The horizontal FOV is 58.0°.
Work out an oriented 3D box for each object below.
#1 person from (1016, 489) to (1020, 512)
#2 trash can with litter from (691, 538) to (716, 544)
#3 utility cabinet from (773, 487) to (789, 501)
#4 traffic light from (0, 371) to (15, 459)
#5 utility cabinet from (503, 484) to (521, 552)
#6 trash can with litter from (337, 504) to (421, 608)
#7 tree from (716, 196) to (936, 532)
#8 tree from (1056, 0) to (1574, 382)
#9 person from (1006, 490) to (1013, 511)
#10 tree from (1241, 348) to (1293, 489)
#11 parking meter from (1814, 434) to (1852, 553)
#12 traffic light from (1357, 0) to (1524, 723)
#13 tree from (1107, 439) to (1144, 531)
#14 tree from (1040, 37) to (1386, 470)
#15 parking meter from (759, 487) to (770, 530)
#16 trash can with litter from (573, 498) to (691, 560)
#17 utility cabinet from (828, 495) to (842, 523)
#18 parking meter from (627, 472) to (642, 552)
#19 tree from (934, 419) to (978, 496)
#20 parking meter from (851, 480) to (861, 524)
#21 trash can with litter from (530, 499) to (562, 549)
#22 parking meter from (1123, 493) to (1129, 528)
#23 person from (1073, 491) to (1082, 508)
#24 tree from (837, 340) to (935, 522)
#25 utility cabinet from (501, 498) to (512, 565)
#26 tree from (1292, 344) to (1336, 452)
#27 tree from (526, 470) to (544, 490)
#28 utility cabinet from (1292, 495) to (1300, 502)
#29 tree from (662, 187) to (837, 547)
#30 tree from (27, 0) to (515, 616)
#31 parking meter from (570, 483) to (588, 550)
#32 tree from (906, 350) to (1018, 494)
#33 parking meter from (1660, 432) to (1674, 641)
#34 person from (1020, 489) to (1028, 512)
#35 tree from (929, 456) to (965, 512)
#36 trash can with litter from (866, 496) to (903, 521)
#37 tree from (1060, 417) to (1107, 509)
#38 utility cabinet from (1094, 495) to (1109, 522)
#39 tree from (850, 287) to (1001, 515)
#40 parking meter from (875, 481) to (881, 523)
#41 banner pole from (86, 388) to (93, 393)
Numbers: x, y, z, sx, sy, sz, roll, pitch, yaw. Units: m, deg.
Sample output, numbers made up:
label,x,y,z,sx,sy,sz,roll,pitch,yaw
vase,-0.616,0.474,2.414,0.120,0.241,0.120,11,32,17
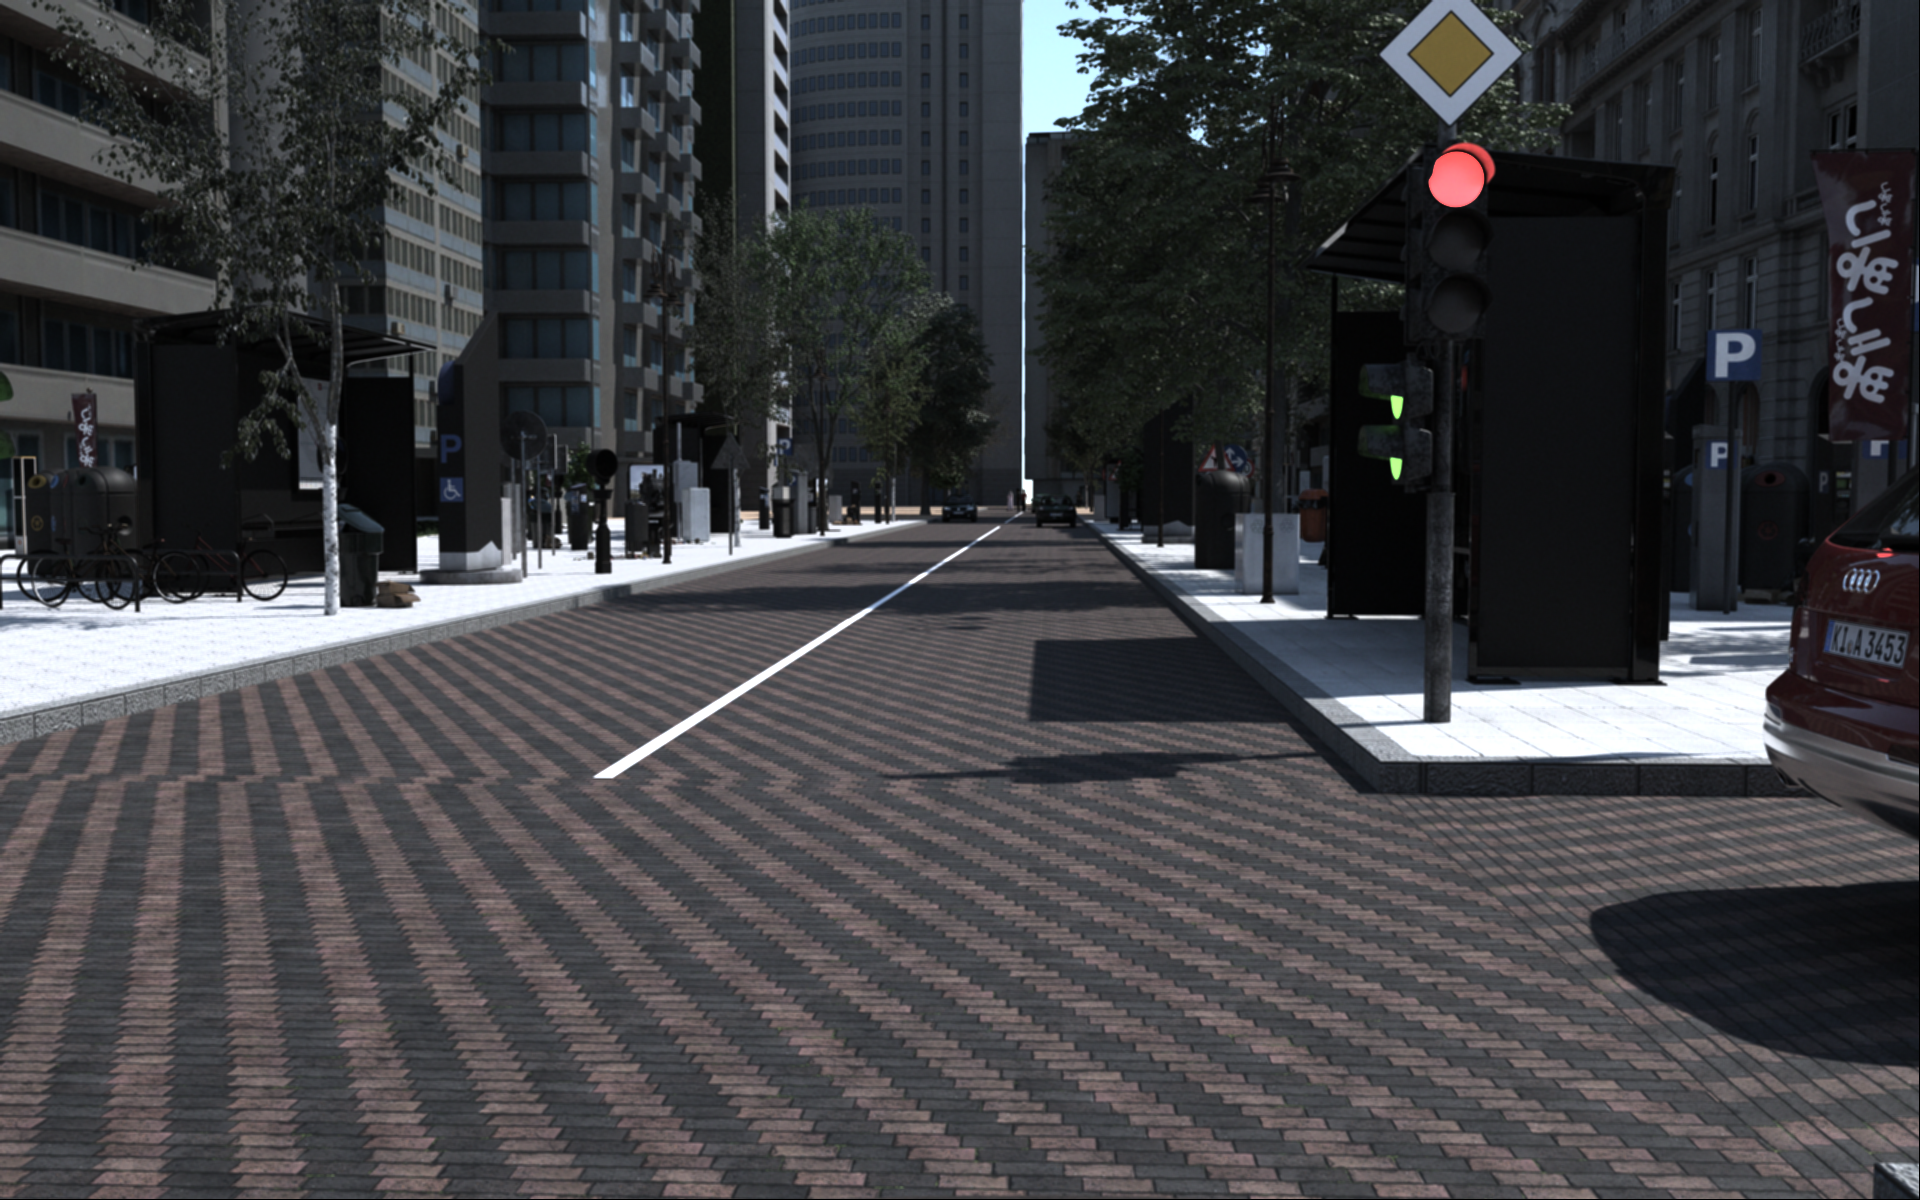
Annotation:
label,x,y,z,sx,sy,sz,roll,pitch,yaw
person,4.507,-7.761,135.022,0.705,1.869,1.348,0,4,3
trash can with litter,-7.397,-2.038,44.381,2.233,1.210,1.678,0,4,4
utility cabinet,-5.403,-2.669,52.316,0.318,1.500,1.173,0,4,4
traffic light,-6.027,-1.295,10.097,0.839,4.253,0.868,0,4,3
utility cabinet,-9.866,-1.801,38.127,0.318,1.500,1.173,-1,4,-18
trash can with litter,-6.655,-0.511,19.744,1.055,1.170,0.624,1,4,18
tree,-4.650,-8.184,59.565,9.928,11.665,9.643,0,3,0
tree,5.123,-6.579,25.688,7.486,12.596,7.792,0,3,0
person,4.308,-8.539,148.787,0.621,1.740,0.551,3,5,42
tree,14.895,-8.029,81.637,4.360,8.622,3.978,0,3,0
parking meter,8.466,-0.674,16.736,0.255,1.863,0.399,0,4,1
traffic light,2.673,-1.268,9.658,0.839,4.253,0.868,0,4,3
tree,5.986,-4.023,60.373,1.663,3.219,1.824,0,3,0
tree,5.151,-6.180,35.462,7.601,10.594,8.767,1,4,14
parking meter,-7.079,-3.316,62.633,0.372,1.533,0.369,0,3,0
trash can with litter,-6.809,-1.427,34.397,2.233,1.210,1.678,-3,5,-43
utility cabinet,-5.553,-4.036,77.151,0.306,1.237,1.020,-2,4,-23
parking meter,-7.220,-2.007,38.520,0.255,1.863,0.399,-2,4,-35
tree,-0.662,-11.057,131.138,4.360,8.622,3.978,0,3,0
parking meter,-4.399,-4.131,73.259,0.399,1.863,0.255,0,4,6
trash can with litter,-9.668,-1.793,40.696,0.624,1.170,1.055,-3,5,-41
parking meter,6.349,-3.715,66.449,0.255,1.863,0.399,1,4,9
person,11.232,-9.537,165.138,0.721,1.735,1.217,-3,5,-41
tree,-3.314,-7.931,80.036,4.737,8.622,4.395,0,3,0
utility cabinet,-8.660,-1.246,31.526,1.020,1.237,0.306,2,4,23
tree,16.971,-7.594,74.529,4.360,8.622,3.978,0,3,0
tree,-15.337,-4.288,64.709,1.663,3.219,1.824,0,3,0
utility cabinet,15.236,-4.106,78.294,1.020,1.237,0.306,0,4,1
tree,-5.313,-5.590,41.763,4.360,8.622,3.978,0,3,0
tree,-6.885,-4.140,18.053,4.360,8.622,3.978,0,3,0
parking meter,-8.705,-1.907,39.584,0.372,1.533,0.369,0,3,0
tree,0.026,-14.474,147.022,12.009,13.543,11.850,0,3,0
parking meter,6.077,-0.582,15.233,0.255,1.863,0.399,0,4,5
person,5.052,-7.912,137.800,0.705,1.831,1.348,-2,4,-33
tree,-1.116,-8.645,125.063,4.285,4.588,4.351,0,3,0
trash can with litter,-3.518,-4.343,82.063,1.678,1.210,2.233,-1,4,-9
tree,10.633,-11.998,146.524,4.737,8.622,4.395,0,3,0
utility cabinet,6.689,-4.211,80.009,1.020,1.237,0.306,2,4,35
tree,-2.100,-12.277,107.382,9.857,13.997,8.962,0,3,0
parking meter,-3.593,-4.295,75.941,0.255,1.863,0.399,0,4,3
banner pole,-20.450,-3.096,40.631,0.401,3.779,0.863,0,4,-8
